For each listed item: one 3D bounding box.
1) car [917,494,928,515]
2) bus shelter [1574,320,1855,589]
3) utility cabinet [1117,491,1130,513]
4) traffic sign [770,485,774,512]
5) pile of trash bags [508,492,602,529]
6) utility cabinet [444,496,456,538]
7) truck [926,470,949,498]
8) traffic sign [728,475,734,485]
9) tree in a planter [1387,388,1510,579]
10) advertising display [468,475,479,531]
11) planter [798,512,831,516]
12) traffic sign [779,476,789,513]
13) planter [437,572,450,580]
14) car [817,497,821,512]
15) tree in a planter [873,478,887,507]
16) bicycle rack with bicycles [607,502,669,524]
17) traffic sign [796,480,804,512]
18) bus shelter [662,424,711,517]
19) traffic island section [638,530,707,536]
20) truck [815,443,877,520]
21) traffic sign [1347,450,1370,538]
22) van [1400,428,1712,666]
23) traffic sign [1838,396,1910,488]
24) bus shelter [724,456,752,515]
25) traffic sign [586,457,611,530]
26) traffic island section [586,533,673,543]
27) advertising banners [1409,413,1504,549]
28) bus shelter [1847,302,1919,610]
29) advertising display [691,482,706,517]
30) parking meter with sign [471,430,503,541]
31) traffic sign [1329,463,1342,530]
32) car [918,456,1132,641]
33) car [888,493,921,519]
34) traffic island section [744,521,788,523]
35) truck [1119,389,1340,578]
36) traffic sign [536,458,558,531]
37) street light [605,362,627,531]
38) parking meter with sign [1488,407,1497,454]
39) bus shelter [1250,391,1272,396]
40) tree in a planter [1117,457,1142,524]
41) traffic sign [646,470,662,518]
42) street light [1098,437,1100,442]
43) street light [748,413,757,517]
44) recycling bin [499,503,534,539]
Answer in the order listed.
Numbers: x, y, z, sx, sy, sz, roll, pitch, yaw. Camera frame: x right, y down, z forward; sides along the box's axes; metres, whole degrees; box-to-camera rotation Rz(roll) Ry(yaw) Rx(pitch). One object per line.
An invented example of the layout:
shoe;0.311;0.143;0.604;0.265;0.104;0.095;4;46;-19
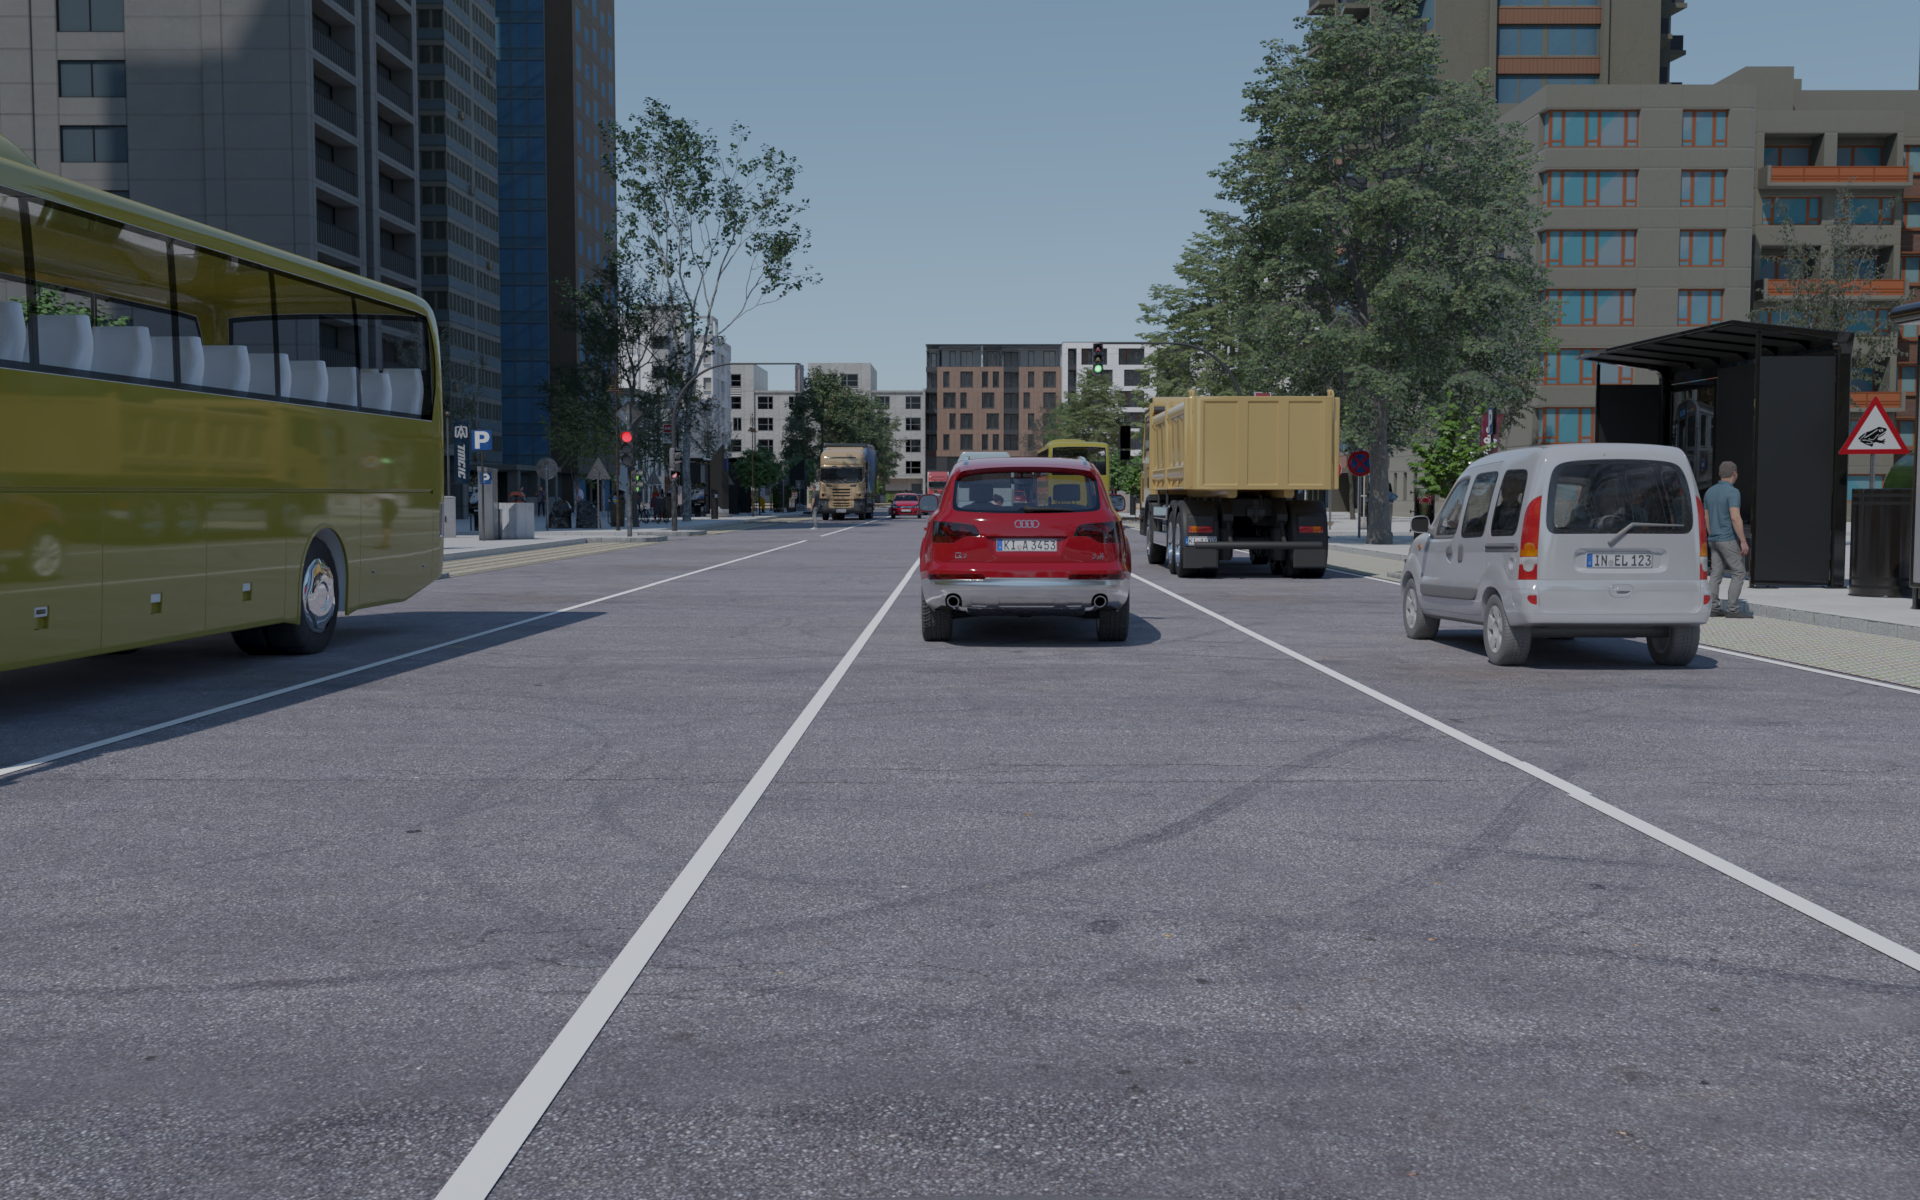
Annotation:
car;-3.058;-6.651;118.522;2.009;1.686;4.222;0;4;1
bus shelter;11.284;-2.153;26.491;1.731;3.624;6.357;0;4;0
utility cabinet;11.083;-6.652;117.445;0.318;1.500;1.173;-2;4;-28
traffic sign;-13.932;-7.778;127.280;0.768;2.556;0.104;0;4;5
pile of trash bags;-15.133;-3.365;64.773;3.447;1.369;1.912;0;4;-8
utility cabinet;-15.254;-2.409;50.549;1.020;1.237;0.306;-3;4;-37
truck;-2.523;-13.055;202.363;2.839;4.237;11.283;0;4;0
traffic sign;-13.389;-6.072;99.273;0.884;2.594;0.081;0;4;2
tree in a planter;8.345;-1.966;29.364;1.991;3.239;1.994;0;4;0
advertising display;-16.676;-3.348;59.953;0.974;1.923;0.123;3;4;38
planter;-9.361;-5.537;111.667;1.991;0.319;1.994;0;4;0
traffic sign;-11.757;-7.043;115.259;0.768;2.556;0.104;1;4;10
planter;-9.723;-0.488;29.122;1.991;0.319;1.994;0;4;0
car;-9.512;-6.952;125.663;2.014;1.417;4.499;0;4;1
tree in a planter;-9.022;-11.779;189.810;1.991;3.239;1.994;0;4;0
bicycle rack with bicycles;-14.100;-3.781;75.209;2.852;0.926;2.925;-2;4;-24
traffic sign;-11.708;-7.605;126.475;0.606;2.300;0.079;0;4;4
bus shelter;-15.841;-7.570;101.406;2.179;5.291;8.768;0;4;0
traffic island section;-9.918;-2.312;60.081;2.009;0.180;2.903;0;4;0
truck;-6.301;-6.671;97.986;2.839;4.237;11.283;0;4;1
traffic sign;11.633;-3.076;50.398;0.768;2.556;0.104;0;4;7
van;5.270;-0.539;15.817;2.013;2.044;4.112;0;4;0
traffic sign;12.195;-1.417;23.168;0.884;2.594;0.081;1;4;9
bus shelter;-14.252;-7.317;110.912;1.731;3.624;6.357;0;4;0
traffic sign;-12.756;-3.735;61.067;0.884;2.594;0.081;0;4;6
traffic island section;-9.953;-1.824;52.096;2.009;0.180;2.903;0;4;0
advertising banners;10.757;-2.526;37.492;2.074;3.025;0.090;0;4;-7
bus shelter;11.390;-2.449;17.666;2.179;5.291;8.768;0;3;0
advertising display;-14.623;-5.589;96.601;0.974;1.923;0.123;1;4;23
parking meter with sign;-13.055;-3.163;47.984;0.543;3.016;1.738;0;4;-4
traffic sign;13.290;-3.794;62.145;0.768;2.556;0.104;0;4;5
car;0.665;-0.595;18.399;2.281;1.827;5.304;0;4;1
car;-3.172;-5.705;102.309;2.155;1.783;4.494;0;4;-1
traffic island section;-9.479;-3.784;84.730;1.991;0.108;1.994;0;4;0
truck;5.042;-2.282;33.237;3.469;3.379;9.791;0;4;1
traffic sign;-14.442;-3.697;60.552;0.768;2.556;0.104;0;4;2
street light;-11.986;-5.368;60.559;0.468;5.910;1.993;0;4;0
parking meter with sign;11.552;-2.363;34.888;1.738;3.016;0.543;0;4;7
bus shelter;11.102;-5.362;65.297;2.179;5.291;8.768;0;4;0
tree in a planter;8.589;-5.344;84.593;1.991;3.239;1.994;0;4;0
traffic sign;-16.518;-5.712;93.396;0.884;2.594;0.081;0;4;2
street light;10.776;-9.890;134.483;0.468;5.910;1.993;0;4;0
street light;-11.761;-7.673;98.239;0.468;5.910;1.993;0;4;0
recycling bin;-12.667;-2.259;49.495;0.722;1.027;0.722;2;4;31
